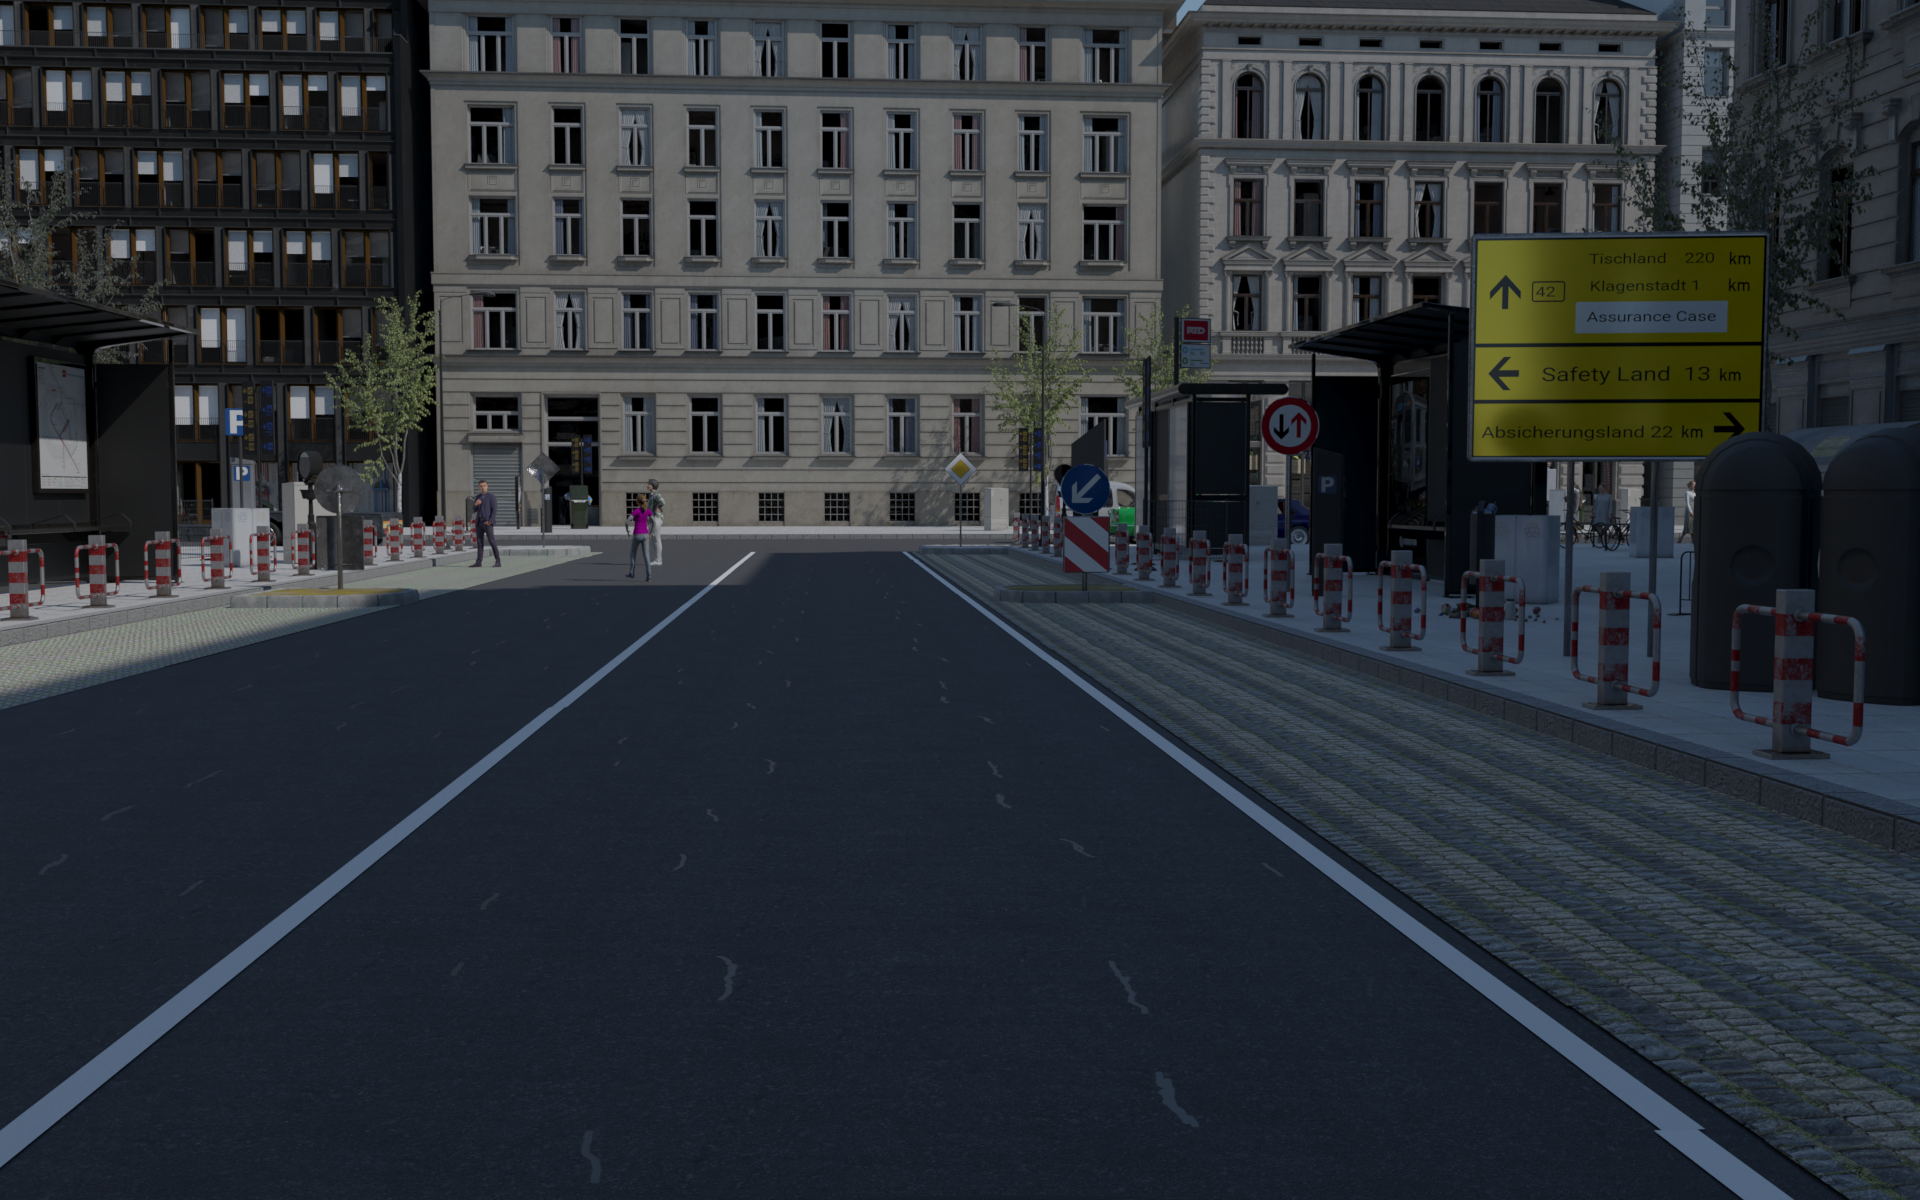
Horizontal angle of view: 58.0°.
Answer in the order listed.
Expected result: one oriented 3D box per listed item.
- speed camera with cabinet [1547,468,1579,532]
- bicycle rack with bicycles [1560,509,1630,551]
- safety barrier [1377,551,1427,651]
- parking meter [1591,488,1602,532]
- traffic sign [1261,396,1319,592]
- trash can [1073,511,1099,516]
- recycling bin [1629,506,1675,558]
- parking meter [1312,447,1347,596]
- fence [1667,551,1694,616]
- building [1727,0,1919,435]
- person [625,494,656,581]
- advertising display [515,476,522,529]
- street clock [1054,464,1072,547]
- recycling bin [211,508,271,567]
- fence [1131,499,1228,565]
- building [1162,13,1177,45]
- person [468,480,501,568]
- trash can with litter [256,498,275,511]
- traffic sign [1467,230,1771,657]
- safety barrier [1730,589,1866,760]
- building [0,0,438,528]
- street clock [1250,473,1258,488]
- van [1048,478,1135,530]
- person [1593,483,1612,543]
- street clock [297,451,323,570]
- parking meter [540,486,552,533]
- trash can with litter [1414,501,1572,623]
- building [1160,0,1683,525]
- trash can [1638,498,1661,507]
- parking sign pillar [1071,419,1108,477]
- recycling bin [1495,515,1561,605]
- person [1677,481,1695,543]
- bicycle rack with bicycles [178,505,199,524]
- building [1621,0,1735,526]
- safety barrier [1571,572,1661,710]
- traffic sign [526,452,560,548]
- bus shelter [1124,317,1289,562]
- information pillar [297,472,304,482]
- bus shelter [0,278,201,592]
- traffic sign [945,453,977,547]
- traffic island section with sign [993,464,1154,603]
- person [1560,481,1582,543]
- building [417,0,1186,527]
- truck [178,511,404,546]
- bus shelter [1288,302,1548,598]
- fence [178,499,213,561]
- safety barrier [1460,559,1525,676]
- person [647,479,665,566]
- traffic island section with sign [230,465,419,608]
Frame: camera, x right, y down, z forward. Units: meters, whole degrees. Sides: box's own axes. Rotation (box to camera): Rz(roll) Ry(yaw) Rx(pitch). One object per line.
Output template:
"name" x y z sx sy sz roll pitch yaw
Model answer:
"speed camera with cabinet" 20.586 -4.008 59.874 0.660 3.252 2.038 -1 4 -15
"bicycle rack with bicycles" 15.093 -1.644 40.265 2.925 0.926 2.852 -2 4 -30
"safety barrier" 3.614 0.005 14.188 0.300 0.817 1.120 0 4 -4
"parking meter" 21.557 -3.067 58.551 0.372 1.533 0.369 0 3 0
"traffic sign" 4.300 -1.380 22.671 0.768 2.556 0.104 0 4 -1
"trash can" 2.899 -1.732 39.964 0.748 1.137 0.748 0 3 0
"recycling bin" 13.992 -1.375 35.033 0.722 1.027 0.722 1 4 9
"parking meter" 4.636 -0.980 21.733 0.399 1.863 0.255 1 4 20
"fence" 8.083 -0.127 17.450 0.278 0.683 2.069 -2 4 -28
"building" 19.390 -10.644 23.175 9.793 20.994 18.267 0 4 -4
"person" -5.313 -1.021 28.430 0.726 1.435 0.776 -3 5 -39
"advertising display" -16.092 -3.541 63.101 0.123 1.923 0.974 -1 4 -8
"street clock" 2.519 -2.283 41.894 0.471 2.002 0.358 0 4 -5
"recycling bin" -12.772 -1.114 30.771 0.722 1.027 0.722 3 4 36
"fence" 4.154 -1.265 31.878 2.264 1.192 0.480 -3 4 -36
"building" 11.399 -30.834 154.251 14.600 45.320 14.200 0 4 -4
"person" -9.225 -1.479 33.604 0.541 1.710 0.530 2 4 35
"trash can with litter" -22.733 -2.804 57.237 1.055 1.170 0.624 1 4 9
"traffic sign" 5.123 -1.205 13.568 2.265 3.308 0.079 0 4 5
"safety barrier" 4.055 0.358 8.428 0.300 0.817 1.120 0 4 -4
"building" -29.441 -14.768 71.130 15.834 23.373 12.332 0 4 -4
"street clock" 10.188 -3.418 60.447 0.358 2.002 0.471 -1 4 -11
"van" 4.589 -2.653 50.392 4.112 2.044 2.013 0 4 -6
"person" 17.283 -2.288 46.660 0.466 1.731 0.760 0 4 -2
"street clock" -10.972 -1.511 29.278 0.471 2.002 0.358 3 5 42
"parking meter" -13.678 -2.987 57.245 0.372 1.533 0.369 0 3 0
"trash can with litter" 5.710 -0.451 18.425 1.678 1.210 2.233 1 4 23
"building" 18.420 -15.006 74.225 19.941 23.489 11.050 0 4 -4
"trash can" 24.382 -3.034 61.266 0.748 1.137 0.748 0 3 0
"parking sign pillar" 4.690 -4.536 62.636 1.447 3.967 1.447 2 4 27
"recycling bin" 6.662 -0.487 20.509 0.722 1.027 0.722 2 4 30
"person" 20.202 -2.403 48.020 0.478 1.798 0.641 -2 4 -26
"bicycle rack with bicycles" -26.719 -2.741 58.199 2.852 0.926 2.925 1 4 11
"building" 43.216 -18.256 75.982 29.804 29.767 11.434 0 4 -4
"safety barrier" 3.906 0.240 10.349 0.300 0.817 1.120 0 4 -4
"traffic sign" -9.953 -2.307 41.360 0.795 2.450 0.064 0 4 -4
"bus shelter" 4.851 -3.632 37.014 2.179 5.291 8.768 0 4 -4
"information pillar" -21.929 -3.269 57.933 0.304 2.012 0.304 2 4 24
"bus shelter" -11.527 -1.869 21.838 1.731 3.624 6.357 0 4 -4
"traffic sign" 0.013 -2.353 42.106 0.795 2.450 0.064 0 4 -4
"traffic island section with sign" 1.485 -0.909 23.491 1.989 1.847 2.006 0 4 -4
"person" 17.951 -2.584 50.716 0.822 1.834 0.622 -1 4 -16
"building" -6.721 -14.790 75.100 30.059 22.955 16.112 0 4 -4
"truck" -24.172 -3.339 44.348 18.799 4.110 2.967 0 4 -6
"bus shelter" 6.264 -2.024 24.376 1.731 3.624 6.357 0 4 -5
"fence" -14.507 -1.293 32.352 0.480 1.192 2.264 0 4 6
"safety barrier" 3.762 0.123 12.260 0.300 0.817 1.120 0 4 -4
"person" -6.116 -1.566 34.835 0.376 1.734 0.841 -1 4 -9
"traffic island section with sign" -8.195 -0.855 22.601 1.989 1.847 2.006 0 4 -4
